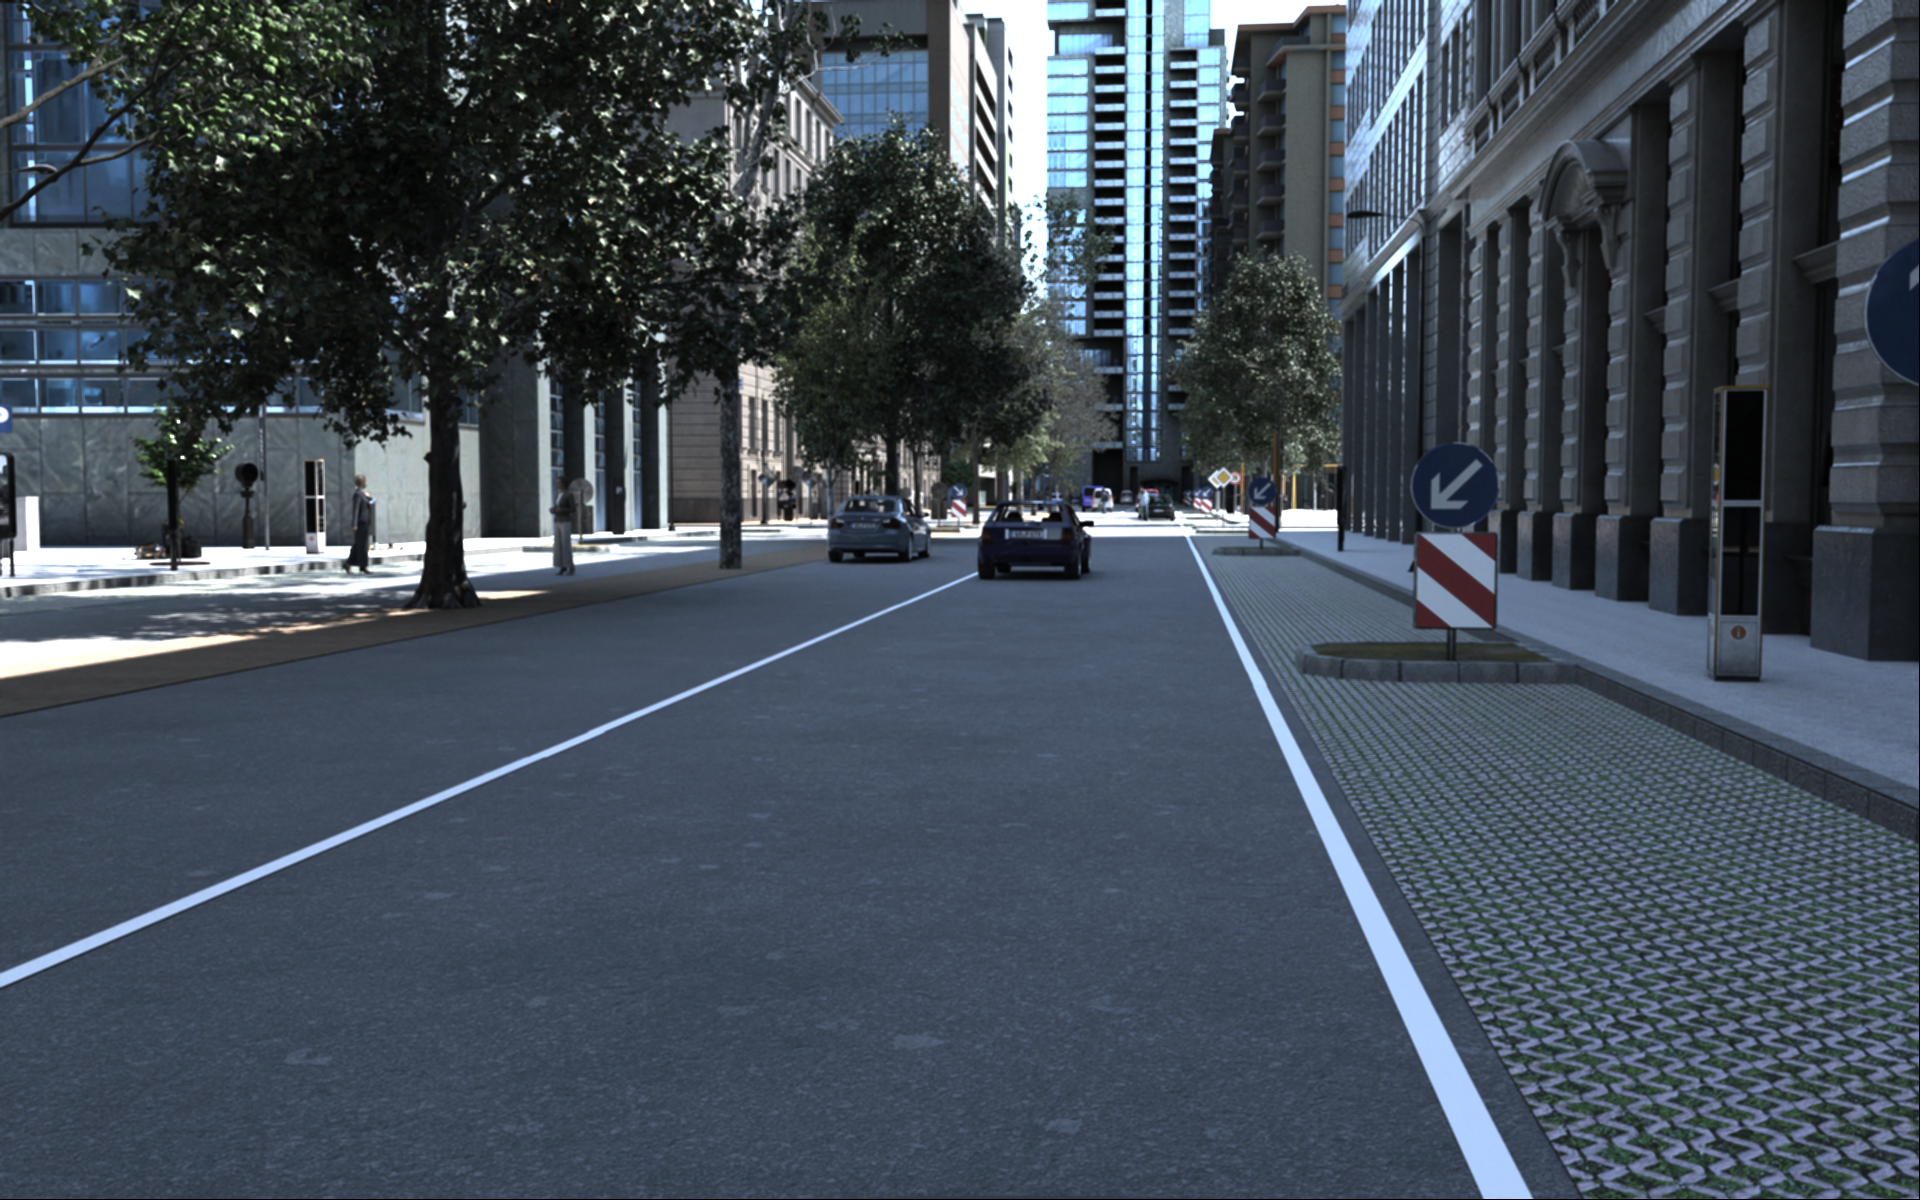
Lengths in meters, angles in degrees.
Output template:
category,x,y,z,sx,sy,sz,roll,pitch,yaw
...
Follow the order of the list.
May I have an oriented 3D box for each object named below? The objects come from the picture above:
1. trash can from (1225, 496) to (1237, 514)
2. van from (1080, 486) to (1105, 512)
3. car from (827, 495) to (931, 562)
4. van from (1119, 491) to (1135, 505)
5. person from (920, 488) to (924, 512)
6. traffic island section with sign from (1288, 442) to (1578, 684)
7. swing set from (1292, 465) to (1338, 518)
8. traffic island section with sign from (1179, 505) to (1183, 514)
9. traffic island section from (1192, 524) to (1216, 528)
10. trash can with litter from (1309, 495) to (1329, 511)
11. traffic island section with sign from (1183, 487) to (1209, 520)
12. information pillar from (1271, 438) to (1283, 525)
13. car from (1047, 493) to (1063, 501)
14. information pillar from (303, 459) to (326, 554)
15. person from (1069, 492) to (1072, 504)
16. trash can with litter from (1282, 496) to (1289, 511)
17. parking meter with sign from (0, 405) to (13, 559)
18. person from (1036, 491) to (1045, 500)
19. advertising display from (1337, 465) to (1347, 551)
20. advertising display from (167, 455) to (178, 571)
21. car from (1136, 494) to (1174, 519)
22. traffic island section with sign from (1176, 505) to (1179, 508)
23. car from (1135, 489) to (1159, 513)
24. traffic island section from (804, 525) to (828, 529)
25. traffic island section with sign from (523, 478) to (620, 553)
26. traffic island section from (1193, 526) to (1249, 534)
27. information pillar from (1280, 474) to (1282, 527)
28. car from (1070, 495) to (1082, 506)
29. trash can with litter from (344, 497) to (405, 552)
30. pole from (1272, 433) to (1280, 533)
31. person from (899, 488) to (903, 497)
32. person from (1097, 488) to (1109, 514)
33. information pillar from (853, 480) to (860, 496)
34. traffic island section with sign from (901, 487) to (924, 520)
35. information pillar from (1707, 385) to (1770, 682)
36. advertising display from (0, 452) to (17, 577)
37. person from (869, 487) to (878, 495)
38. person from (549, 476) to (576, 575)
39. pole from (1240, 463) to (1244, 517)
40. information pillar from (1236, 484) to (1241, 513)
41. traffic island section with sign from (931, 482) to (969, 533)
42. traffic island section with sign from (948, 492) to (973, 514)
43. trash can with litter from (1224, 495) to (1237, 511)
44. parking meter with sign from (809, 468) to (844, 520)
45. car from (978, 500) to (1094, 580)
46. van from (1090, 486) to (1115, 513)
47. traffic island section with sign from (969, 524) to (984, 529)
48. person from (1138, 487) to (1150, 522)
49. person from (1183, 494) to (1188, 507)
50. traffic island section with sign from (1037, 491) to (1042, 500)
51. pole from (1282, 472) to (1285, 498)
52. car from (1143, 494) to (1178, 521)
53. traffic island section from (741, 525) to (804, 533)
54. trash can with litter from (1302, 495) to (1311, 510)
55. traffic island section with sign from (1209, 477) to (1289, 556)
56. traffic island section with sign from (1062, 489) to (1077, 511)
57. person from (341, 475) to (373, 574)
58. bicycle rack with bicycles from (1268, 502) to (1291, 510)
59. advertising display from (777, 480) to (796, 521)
category,x,y,z,sx,sy,sz,roll,pitch,yaw
trash can,17.557,-6.156,112.301,0.748,1.137,0.748,0,3,0
van,10.849,-8.326,140.518,2.240,2.365,5.245,0,4,5
car,-1.735,-1.575,37.750,2.014,1.417,4.499,0,4,7
van,21.251,-13.062,220.571,2.013,2.044,4.112,0,4,6
person,-2.476,-5.854,104.404,0.606,1.804,0.583,-3,5,-41
traffic island section with sign,3.764,-0.329,14.010,1.989,1.847,2.006,0,4,7
swing set,19.264,-5.842,93.143,3.119,2.851,2.862,0,4,8
traffic island section with sign,16.822,-7.018,123.378,1.989,1.847,2.006,0,4,7
traffic island section,10.566,-2.986,71.109,2.009,0.180,2.903,0,4,7
trash can with litter,27.162,-7.320,130.738,1.678,1.210,2.233,-2,4,-26
traffic island section with sign,13.619,-5.381,96.613,1.989,1.847,2.006,0,4,7
information pillar,13.354,-4.987,72.890,0.504,3.616,0.183,-1,4,-13
car,9.995,-10.431,180.137,1.945,1.707,3.694,0,4,7
information pillar,-13.740,-1.980,36.870,0.304,2.012,0.304,1,4,10
person,12.425,-11.328,194.420,0.721,1.735,1.217,0,4,6
trash can with litter,24.465,-7.365,131.812,1.055,1.170,0.624,2,4,33
parking meter with sign,-19.254,-2.346,34.611,0.543,3.016,1.738,-2,4,-32
person,8.804,-11.146,191.450,1.217,1.736,0.721,-2,4,-25
advertising display,8.616,-2.073,39.108,0.123,1.923,0.974,1,4,18
advertising display,-13.295,-1.470,29.249,0.123,1.923,0.974,-2,4,-23
car,11.176,-5.356,99.367,2.131,1.459,4.920,0,4,7
traffic island section with sign,22.659,-10.012,172.327,1.989,1.847,2.006,0,4,7
car,14.825,-7.782,135.908,2.281,1.827,5.304,0,4,7
traffic island section,-6.305,-3.110,73.121,2.009,0.180,2.903,0,4,7
traffic island section with sign,-9.563,-2.104,43.021,1.989,1.847,2.006,0,4,7
traffic island section,9.619,-2.502,63.180,2.009,0.180,2.903,0,4,7
information pillar,11.681,-3.622,63.716,0.304,2.012,0.304,0,4,3
car,13.356,-11.586,202.004,1.945,1.354,3.894,0,4,8
trash can with litter,-13.245,-1.747,39.619,1.678,1.210,2.233,0,4,6
pole,10.520,-3.905,57.693,0.158,3.312,0.155,0,3,0
person,-3.096,-4.799,87.517,0.362,1.759,0.519,-2,4,-30
person,10.093,-6.943,122.003,0.794,1.824,0.713,-3,5,-40
information pillar,-5.657,-5.494,94.312,0.304,2.012,0.304,0,4,-1
traffic island section with sign,-3.059,-5.436,97.513,1.989,1.847,2.006,0,4,7
information pillar,5.343,-0.453,11.906,0.304,2.012,0.304,1,4,14
advertising display,-15.148,-1.332,26.986,0.974,1.923,0.123,1,4,15
person,-3.863,-4.317,79.277,0.606,1.804,0.583,3,5,40
person,-7.072,-1.325,30.707,0.519,1.759,0.362,3,4,38
pole,15.879,-6.337,97.448,0.158,3.312,0.155,0,3,0
information pillar,19.432,-7.094,120.481,0.304,2.012,0.304,2,4,28
traffic island section with sign,-0.864,-3.458,64.668,2.006,1.907,1.989,0,4,7
traffic island section with sign,0.223,-7.118,125.012,1.989,1.847,2.006,0,4,7
trash can with litter,20.824,-7.380,131.726,1.678,1.210,2.233,-1,4,-17
parking meter with sign,-6.752,-5.592,87.687,1.738,3.016,0.543,-2,4,-26
car,1.353,-1.091,30.425,1.945,1.354,3.894,0,4,8
van,11.164,-7.872,135.726,2.013,2.044,4.112,0,4,5
traffic island section with sign,0.024,-3.907,72.022,2.006,1.907,1.989,0,4,7
person,9.439,-4.895,88.792,0.793,1.790,0.793,-2,4,-30
person,23.886,-10.580,182.002,0.721,1.766,1.217,-3,4,-38
traffic island section with sign,9.283,-11.759,200.892,1.989,1.847,2.006,0,4,7
pole,26.070,-8.910,139.529,0.158,3.312,0.155,0,3,0
car,10.685,-5.089,92.987,2.009,1.686,4.222,0,4,7
traffic island section,-7.252,-2.625,65.192,2.009,0.180,2.903,0,4,7
trash can with litter,28.162,-7.880,140.222,0.624,1.170,1.055,-1,4,-17
traffic island section with sign,6.960,-1.966,40.775,1.989,1.847,2.006,0,4,7
traffic island section with sign,8.922,-8.471,146.634,2.006,1.907,1.989,0,4,7
person,-10.749,-1.346,30.934,0.534,1.772,0.576,-2,4,-35
bicycle rack with bicycles,25.114,-7.597,137.591,2.852,0.926,2.925,-3,5,-44
advertising display,-8.110,-4.672,81.593,0.974,1.923,0.123,0,4,4
